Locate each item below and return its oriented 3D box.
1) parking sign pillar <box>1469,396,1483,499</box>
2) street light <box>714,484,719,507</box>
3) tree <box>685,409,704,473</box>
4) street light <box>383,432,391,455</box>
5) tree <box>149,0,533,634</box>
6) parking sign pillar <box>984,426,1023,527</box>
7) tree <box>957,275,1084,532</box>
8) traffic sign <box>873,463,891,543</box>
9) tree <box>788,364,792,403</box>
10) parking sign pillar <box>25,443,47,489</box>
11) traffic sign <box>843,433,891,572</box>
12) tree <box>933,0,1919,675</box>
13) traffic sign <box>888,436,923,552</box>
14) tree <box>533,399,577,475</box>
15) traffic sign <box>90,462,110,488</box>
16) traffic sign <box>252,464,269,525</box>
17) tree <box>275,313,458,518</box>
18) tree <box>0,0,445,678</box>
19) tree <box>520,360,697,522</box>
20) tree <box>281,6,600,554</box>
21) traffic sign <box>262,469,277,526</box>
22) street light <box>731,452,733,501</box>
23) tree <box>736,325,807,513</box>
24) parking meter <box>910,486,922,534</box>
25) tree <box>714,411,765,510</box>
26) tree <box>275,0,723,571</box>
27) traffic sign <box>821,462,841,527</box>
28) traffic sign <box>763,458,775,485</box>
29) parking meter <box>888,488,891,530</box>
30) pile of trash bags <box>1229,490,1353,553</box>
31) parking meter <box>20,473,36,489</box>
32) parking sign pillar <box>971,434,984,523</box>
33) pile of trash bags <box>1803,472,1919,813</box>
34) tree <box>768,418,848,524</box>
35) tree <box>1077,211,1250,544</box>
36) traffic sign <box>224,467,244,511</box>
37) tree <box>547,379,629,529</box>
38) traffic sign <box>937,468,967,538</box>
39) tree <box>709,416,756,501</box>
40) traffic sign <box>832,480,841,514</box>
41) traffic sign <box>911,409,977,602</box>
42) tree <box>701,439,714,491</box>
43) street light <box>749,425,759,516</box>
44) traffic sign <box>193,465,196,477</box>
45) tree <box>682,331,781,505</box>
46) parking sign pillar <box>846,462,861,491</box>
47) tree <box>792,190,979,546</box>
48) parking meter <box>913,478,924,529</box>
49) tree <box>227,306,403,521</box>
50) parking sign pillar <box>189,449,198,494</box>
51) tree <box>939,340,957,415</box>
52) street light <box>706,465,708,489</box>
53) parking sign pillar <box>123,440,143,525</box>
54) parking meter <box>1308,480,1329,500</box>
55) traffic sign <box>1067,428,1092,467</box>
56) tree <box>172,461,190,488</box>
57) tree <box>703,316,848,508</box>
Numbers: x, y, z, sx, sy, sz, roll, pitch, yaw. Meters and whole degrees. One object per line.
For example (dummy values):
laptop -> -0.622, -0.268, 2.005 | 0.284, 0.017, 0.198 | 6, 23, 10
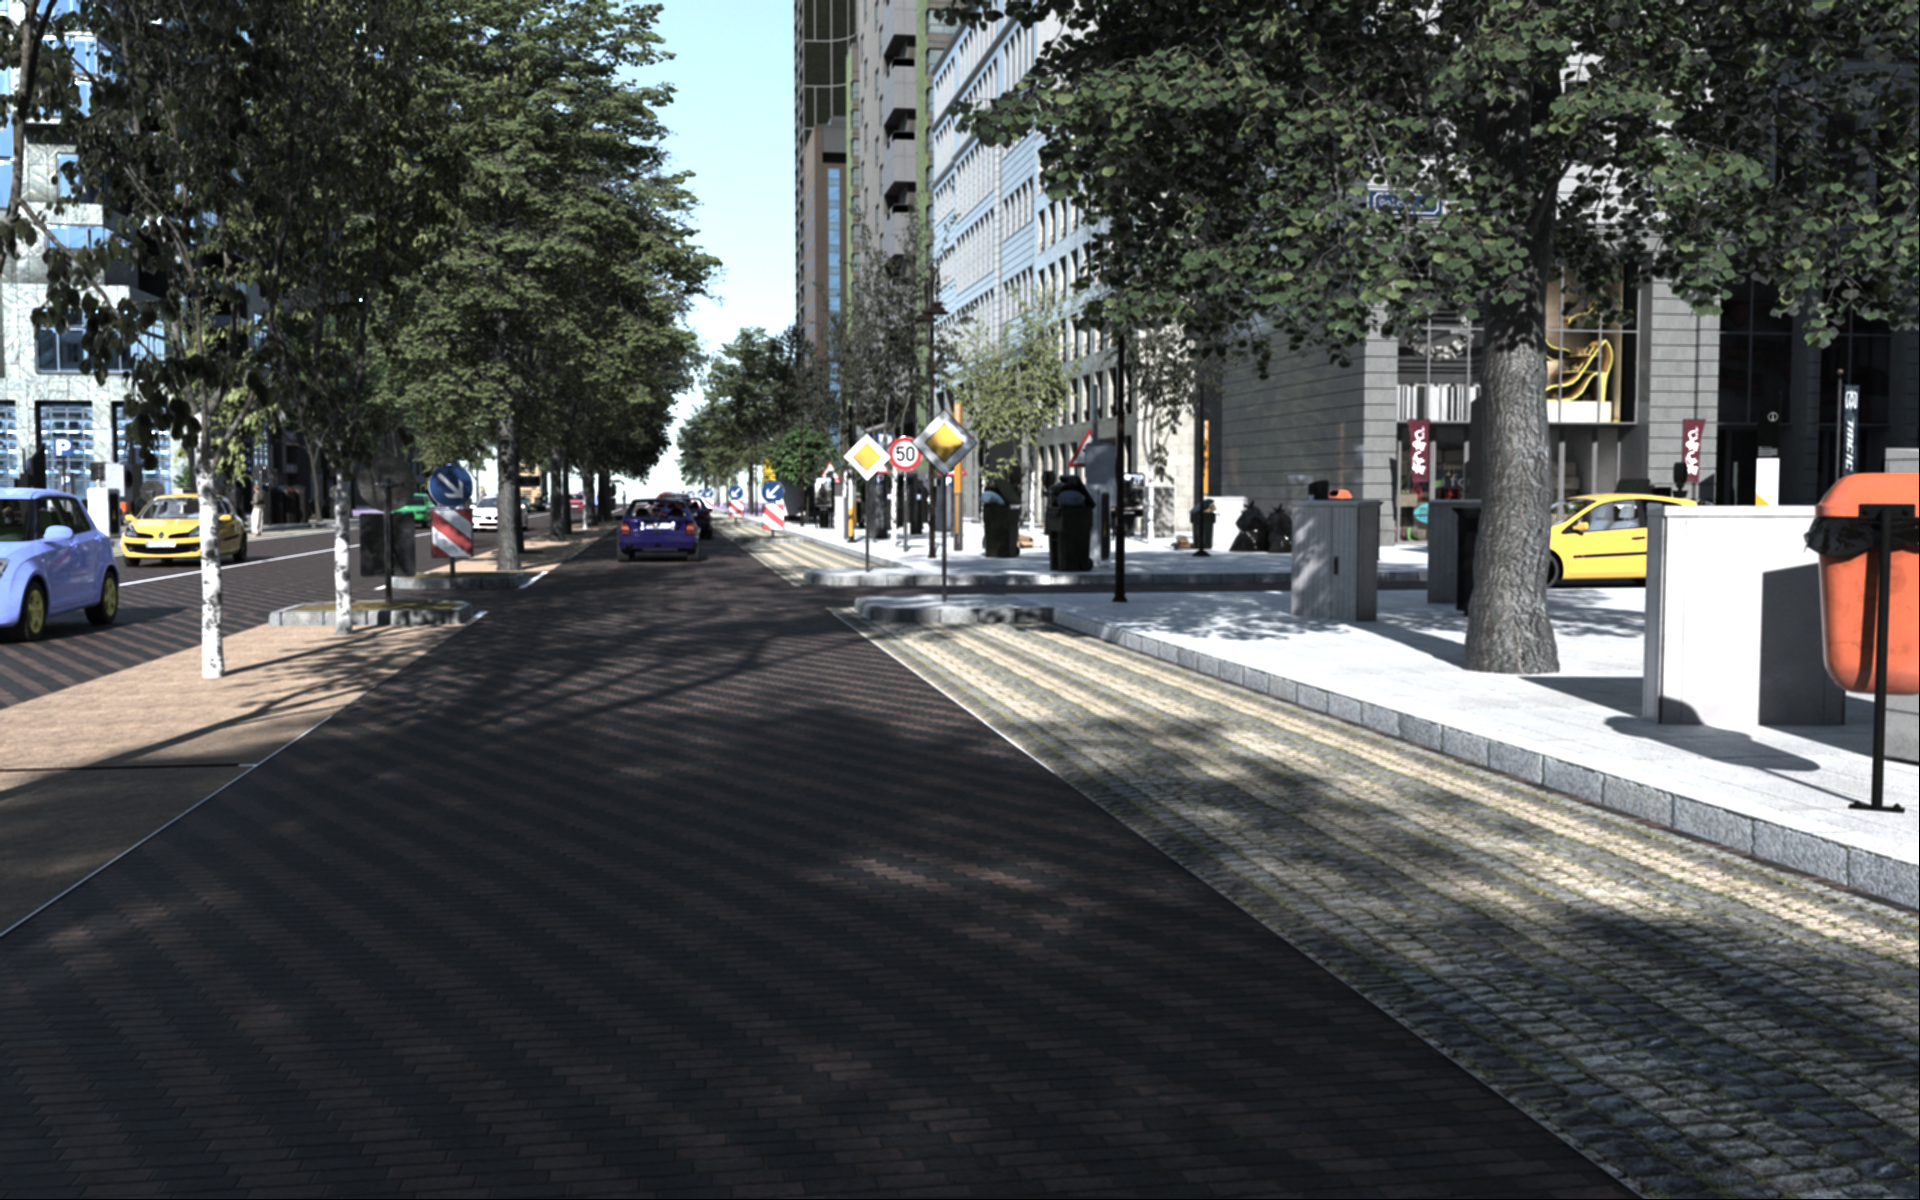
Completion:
parking sign pillar -> 13.170, -3.239, 41.424 | 1.447, 3.967, 1.447 | -1, 4, -16
street light -> -27.098, -13.381, 191.563 | 0.468, 5.910, 1.993 | -1, 4, -10
tree -> -21.817, -13.974, 162.890 | 8.767, 10.594, 7.601 | 0, 4, -1
street light -> -33.414, -7.833, 100.861 | 0.468, 5.910, 1.993 | -1, 4, -10
tree -> -6.351, -3.962, 17.604 | 4.737, 8.622, 4.395 | 0, 3, 0
parking sign pillar -> 1.794, -4.909, 68.729 | 1.447, 3.967, 1.447 | 0, 4, 2
tree -> 2.370, -6.615, 58.525 | 4.737, 8.622, 4.395 | 0, 3, 0
traffic sign -> -2.256, -2.790, 45.626 | 0.884, 2.594, 0.081 | -1, 4, -9
tree -> -3.834, -6.541, 57.306 | 4.360, 8.622, 3.978 | 0, 3, 0
parking sign pillar -> -48.515, -6.267, 90.937 | 1.447, 3.967, 1.447 | 0, 4, 0
traffic sign -> -1.525, -1.515, 28.406 | 0.795, 2.450, 0.064 | -1, 4, -10
tree -> 3.913, -6.458, 12.250 | 9.857, 13.997, 8.962 | 0, 3, 0
traffic sign -> -1.209, -2.339, 38.353 | 0.768, 2.556, 0.104 | 0, 4, -3
tree -> -16.618, -10.298, 77.482 | 9.857, 13.997, 8.962 | 0, 3, 0
traffic sign -> -27.588, -3.271, 55.611 | 0.606, 2.300, 0.079 | 0, 4, -7
traffic sign -> -29.201, -4.421, 72.395 | 0.768, 2.556, 0.104 | 0, 4, -2
tree -> -33.247, -10.303, 94.216 | 9.928, 11.665, 9.643 | 0, 3, 0
tree -> -5.759, -3.681, 12.998 | 4.360, 8.622, 3.978 | 0, 3, 0
tree -> -18.222, -10.301, 87.885 | 9.611, 12.733, 9.660 | 0, 3, 0
tree -> -10.766, -7.876, 41.602 | 12.009, 13.543, 11.850 | 0, 3, 0
traffic sign -> -27.864, -4.146, 69.913 | 0.606, 2.300, 0.079 | 0, 4, -1
street light -> -18.870, -10.408, 142.960 | 0.468, 5.910, 1.993 | -1, 4, -10
tree -> -13.658, -12.125, 116.373 | 7.486, 12.596, 7.792 | 0, 3, 0
parking meter -> -1.401, -2.860, 55.179 | 0.372, 1.533, 0.369 | 0, 3, 0
tree -> -16.477, -11.289, 134.939 | 4.737, 8.622, 4.395 | 0, 3, 0
tree -> -8.229, -6.781, 31.448 | 7.486, 12.596, 7.792 | 0, 3, 0
traffic sign -> -4.987, -4.075, 66.632 | 0.884, 2.594, 0.081 | 0, 4, -1
traffic sign -> -9.932, -6.331, 97.379 | 2.265, 3.308, 0.079 | 0, 4, -7
parking meter -> -2.514, -3.237, 61.334 | 0.372, 1.533, 0.369 | 0, 3, 0
pile of trash bags -> 7.470, -1.731, 38.056 | 1.912, 1.369, 3.447 | -2, 4, -26
parking meter -> -26.368, -2.650, 49.042 | 0.255, 1.863, 0.399 | 0, 4, 5
parking sign pillar -> 1.205, -5.374, 76.335 | 1.447, 3.967, 1.447 | 1, 4, 17
pile of trash bags -> 5.070, 0.198, 6.517 | 3.447, 1.369, 1.912 | 2, 4, 30
tree -> -6.581, -5.590, 75.111 | 4.285, 4.588, 4.351 | 0, 3, 0
tree -> 5.164, -5.755, 44.451 | 4.360, 8.622, 3.978 | 0, 3, 0
traffic sign -> -28.617, -4.174, 68.346 | 0.768, 2.556, 0.104 | 0, 4, -7
tree -> -15.100, -7.140, 69.551 | 4.360, 8.622, 3.978 | 0, 3, 0
traffic sign -> -0.227, -3.107, 50.808 | 0.884, 2.594, 0.081 | 0, 4, -8
tree -> -19.248, -12.043, 147.259 | 4.360, 8.622, 3.978 | 0, 3, 0
traffic sign -> -6.241, -5.177, 84.654 | 0.884, 2.594, 0.081 | 0, 4, -1
traffic sign -> -0.190, -1.033, 20.533 | 0.795, 2.450, 0.064 | -1, 4, -10
tree -> -25.631, -14.412, 185.993 | 4.737, 8.622, 4.395 | 0, 3, 0
street light -> -13.163, -8.344, 109.217 | 0.468, 5.910, 1.993 | -1, 4, -10
traffic sign -> -28.404, -3.974, 65.073 | 0.768, 2.556, 0.104 | -1, 4, -9
tree -> -26.792, -21.038, 199.866 | 12.611, 20.169, 13.585 | 0, 3, 0
parking sign pillar -> -5.762, -6.699, 97.993 | 1.447, 3.967, 1.447 | 1, 4, 16
tree -> -1.616, -5.651, 42.761 | 4.360, 8.622, 3.978 | 0, 3, 0
parking meter -> -1.525, -3.526, 63.362 | 0.399, 1.863, 0.255 | -1, 4, -10
tree -> -30.264, -8.972, 81.105 | 7.601, 10.594, 8.767 | 3, 5, 44
parking sign pillar -> -29.989, -4.891, 68.435 | 1.447, 3.967, 1.447 | 0, 4, -5
tree -> 1.198, -7.436, 71.943 | 4.737, 8.622, 4.395 | 0, 3, 0
street light -> -32.940, -15.483, 225.941 | 0.468, 5.910, 1.993 | -1, 4, -10
parking sign pillar -> -34.630, -5.153, 72.722 | 1.447, 3.967, 1.447 | -2, 4, -28
parking meter -> 6.661, -1.456, 32.220 | 0.372, 1.533, 0.369 | 0, 3, 0
traffic sign -> 2.560, -2.101, 34.351 | 0.884, 2.594, 0.081 | 0, 4, -7
tree -> -41.530, -6.030, 93.197 | 1.663, 3.219, 1.824 | 0, 3, 0
tree -> -9.250, -9.540, 90.390 | 7.601, 10.594, 8.767 | -1, 4, -10
